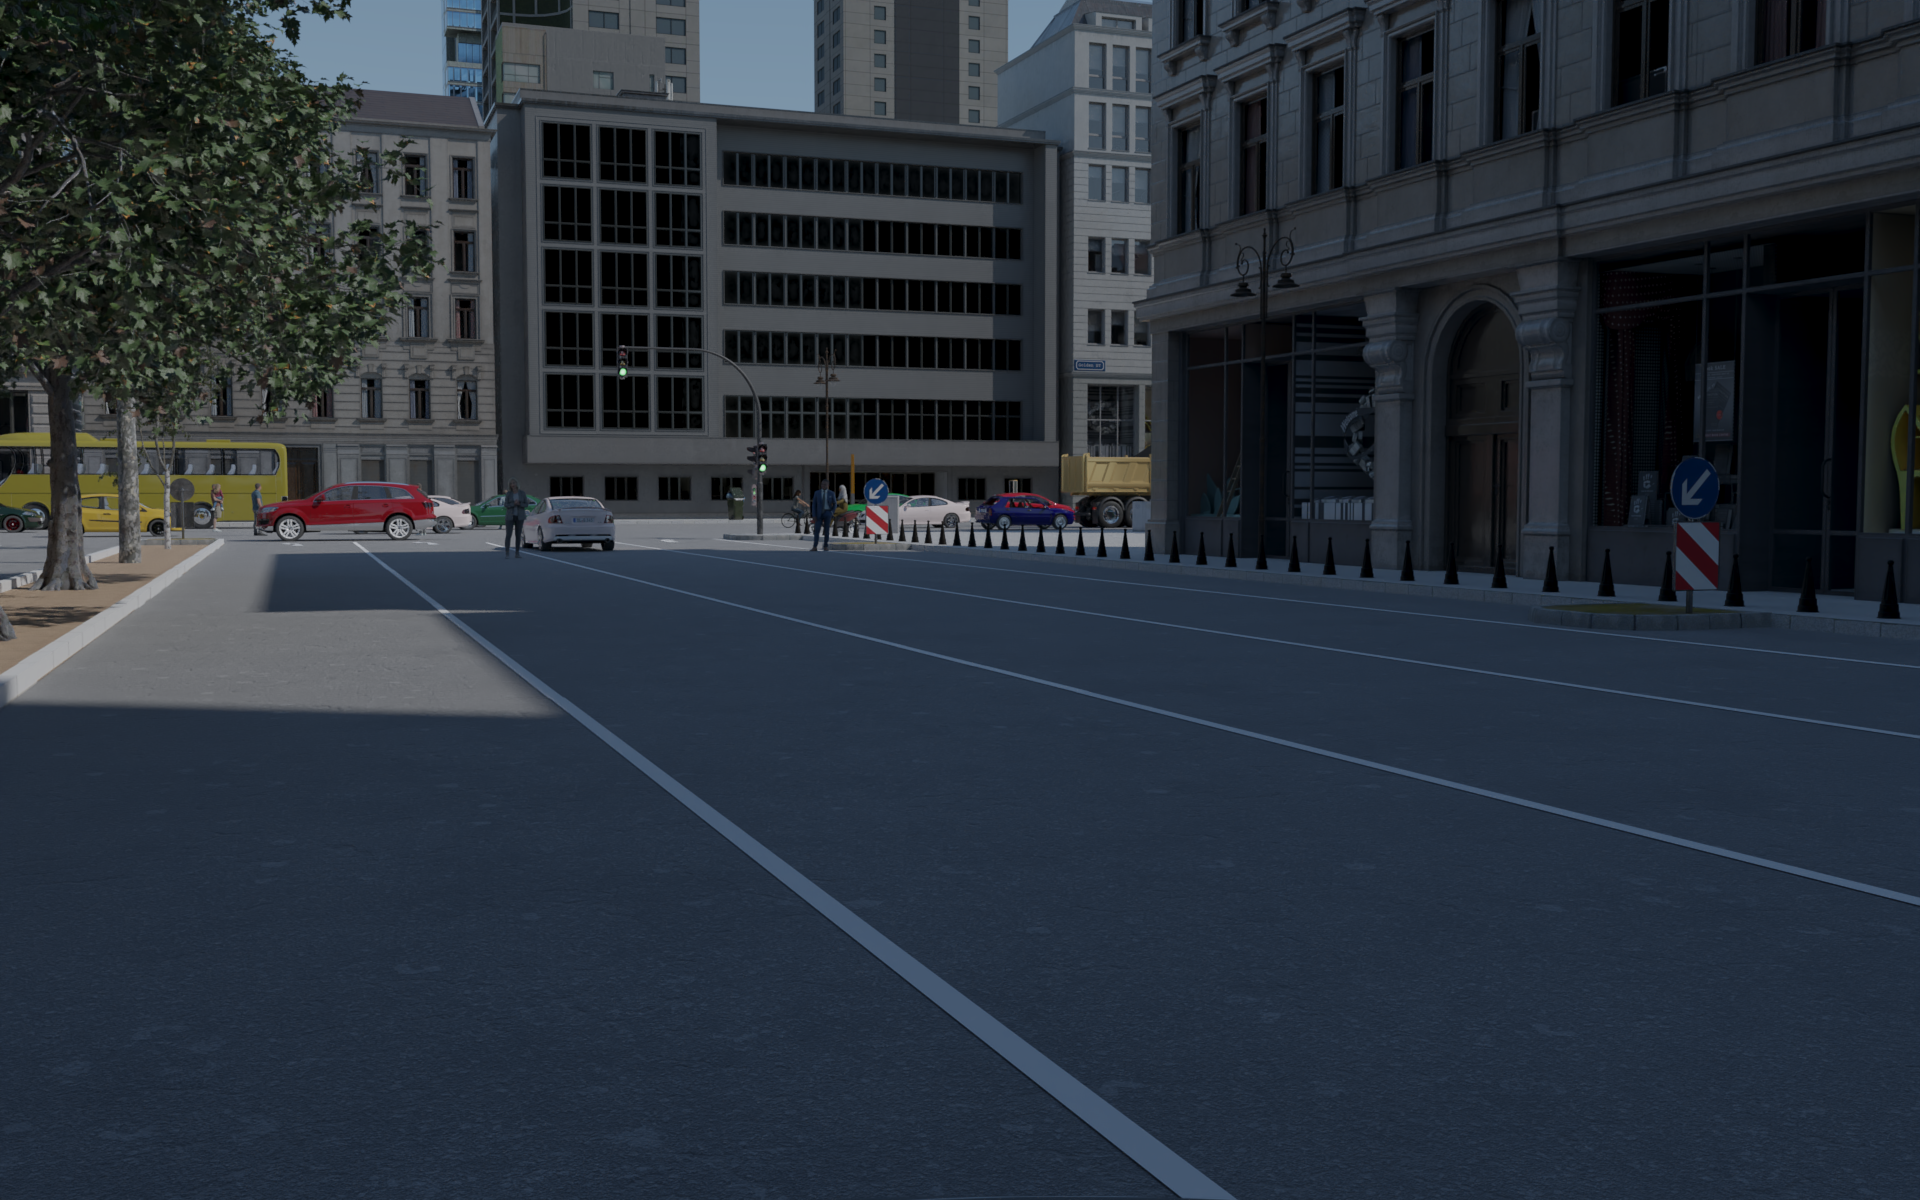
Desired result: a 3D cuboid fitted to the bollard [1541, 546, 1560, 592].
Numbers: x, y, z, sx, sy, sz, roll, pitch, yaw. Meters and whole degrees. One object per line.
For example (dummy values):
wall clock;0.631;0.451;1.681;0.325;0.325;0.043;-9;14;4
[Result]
bollard;7.735;-0.405;22.662;0.229;0.601;0.229;0;3;0

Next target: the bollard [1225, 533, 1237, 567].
bollard;4.757;-0.878;30.392;0.229;0.601;0.229;0;3;0

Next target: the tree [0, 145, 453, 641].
tree;-9.770;-5.947;16.696;9.611;12.733;9.660;0;3;0

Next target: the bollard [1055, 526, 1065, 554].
bollard;2.150;-1.291;37.145;0.229;0.601;0.229;0;3;0

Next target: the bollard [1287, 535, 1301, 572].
bollard;5.499;-0.760;28.470;0.229;0.601;0.229;0;3;0

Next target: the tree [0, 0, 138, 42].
tree;-6.333;-4.849;7.494;9.928;11.665;9.643;0;3;0

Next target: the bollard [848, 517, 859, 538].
bollard;-3.042;-2.114;50.608;0.229;0.601;0.229;0;3;0

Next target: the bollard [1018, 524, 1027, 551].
bollard;1.412;-1.408;39.062;0.229;0.601;0.229;0;3;0

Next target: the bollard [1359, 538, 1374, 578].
bollard;6.240;-0.642;26.546;0.229;0.601;0.229;0;3;0

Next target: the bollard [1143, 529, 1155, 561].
bollard;3.638;-1.055;33.286;0.229;0.601;0.229;0;3;0

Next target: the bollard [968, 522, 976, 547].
bollard;0.294;-1.585;41.950;0.229;0.601;0.229;0;3;0

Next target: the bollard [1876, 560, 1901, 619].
bollard;9.589;-0.111;17.861;0.229;0.601;0.229;0;3;0

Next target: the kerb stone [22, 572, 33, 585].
kerb stone;-14.780;-0.311;27.276;0.120;0.150;1.000;-1;4;-21

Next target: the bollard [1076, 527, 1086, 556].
bollard;2.520;-1.232;36.187;0.229;0.601;0.229;0;3;0

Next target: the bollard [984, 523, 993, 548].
bollard;0.668;-1.526;40.993;0.229;0.601;0.229;0;3;0

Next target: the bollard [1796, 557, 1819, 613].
bollard;9.222;-0.170;18.822;0.229;0.601;0.229;0;3;0

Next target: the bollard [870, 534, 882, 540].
bollard;-2.306;-1.997;48.691;0.229;0.601;0.229;0;3;0

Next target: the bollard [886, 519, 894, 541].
bollard;-1.931;-1.937;47.717;0.229;0.601;0.229;0;3;0

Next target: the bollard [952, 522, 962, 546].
bollard;-0.074;-1.644;42.913;0.229;0.601;0.229;0;3;0

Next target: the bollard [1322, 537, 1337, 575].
bollard;5.873;-0.701;27.505;0.229;0.601;0.229;0;3;0

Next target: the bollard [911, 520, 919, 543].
bollard;-1.188;-1.820;45.792;0.229;0.601;0.229;0;3;0

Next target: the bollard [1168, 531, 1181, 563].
bollard;4.007;-0.996;32.328;0.229;0.601;0.229;0;3;0

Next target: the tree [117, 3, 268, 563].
tree;-18.575;-10.836;35.513;12.611;20.169;13.585;0;3;0

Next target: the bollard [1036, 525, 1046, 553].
bollard;1.781;-1.349;38.104;0.229;0.601;0.229;0;3;0

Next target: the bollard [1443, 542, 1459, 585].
bollard;6.986;-0.524;24.606;0.229;0.601;0.229;0;3;0

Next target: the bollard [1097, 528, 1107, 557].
bollard;2.890;-1.174;35.230;0.229;0.601;0.229;0;3;0

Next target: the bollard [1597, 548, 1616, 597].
bollard;8.106;-0.346;21.702;0.229;0.601;0.229;0;3;0

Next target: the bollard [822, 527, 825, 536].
bollard;-4.154;-2.291;53.492;0.229;0.601;0.229;0;3;0

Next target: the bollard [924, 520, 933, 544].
bollard;-0.819;-1.761;44.833;0.229;0.601;0.229;0;3;0

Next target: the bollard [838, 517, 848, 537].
bollard;-3.416;-2.173;51.570;0.229;0.601;0.229;0;3;0

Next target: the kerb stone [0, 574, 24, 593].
kerb stone;-14.405;-0.252;26.310;0.120;0.150;1.000;-1;4;-21

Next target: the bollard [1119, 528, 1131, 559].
bollard;3.268;-1.114;34.252;0.229;0.601;0.229;0;3;0

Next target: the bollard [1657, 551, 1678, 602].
bollard;8.481;-0.287;20.738;0.229;0.601;0.229;0;3;0

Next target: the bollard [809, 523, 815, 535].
bollard;-4.527;-2.349;54.451;0.229;0.601;0.229;0;3;0

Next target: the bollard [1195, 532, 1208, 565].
bollard;4.379;-0.937;31.360;0.229;0.601;0.229;0;3;0

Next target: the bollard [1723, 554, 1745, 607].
bollard;8.853;-0.229;19.781;0.229;0.601;0.229;0;3;0

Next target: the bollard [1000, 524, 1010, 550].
bollard;1.035;-1.467;40.027;0.229;0.601;0.229;0;3;0

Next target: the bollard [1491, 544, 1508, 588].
bollard;7.364;-0.464;23.630;0.229;0.601;0.229;0;3;0

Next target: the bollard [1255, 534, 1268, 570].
bollard;5.128;-0.819;29.428;0.229;0.601;0.229;0;3;0

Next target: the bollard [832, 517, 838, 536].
bollard;-3.786;-2.232;52.528;0.229;0.601;0.229;0;3;0

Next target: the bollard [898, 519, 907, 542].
bollard;-1.559;-1.878;46.750;0.229;0.601;0.229;0;3;0

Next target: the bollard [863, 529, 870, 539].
bollard;-2.677;-2.055;49.648;0.229;0.601;0.229;0;3;0

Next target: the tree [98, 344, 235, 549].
tree;-20.602;-5.624;44.771;4.360;8.622;3.978;0;3;0

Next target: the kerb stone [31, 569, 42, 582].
kerb stone;-15.148;-0.369;28.235;0.120;0.150;1.000;-1;4;-21

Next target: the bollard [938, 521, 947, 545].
bollard;-0.442;-1.702;43.872;0.229;0.601;0.229;0;3;0

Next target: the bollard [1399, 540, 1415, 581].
bollard;6.613;-0.583;25.580;0.229;0.601;0.229;0;3;0
